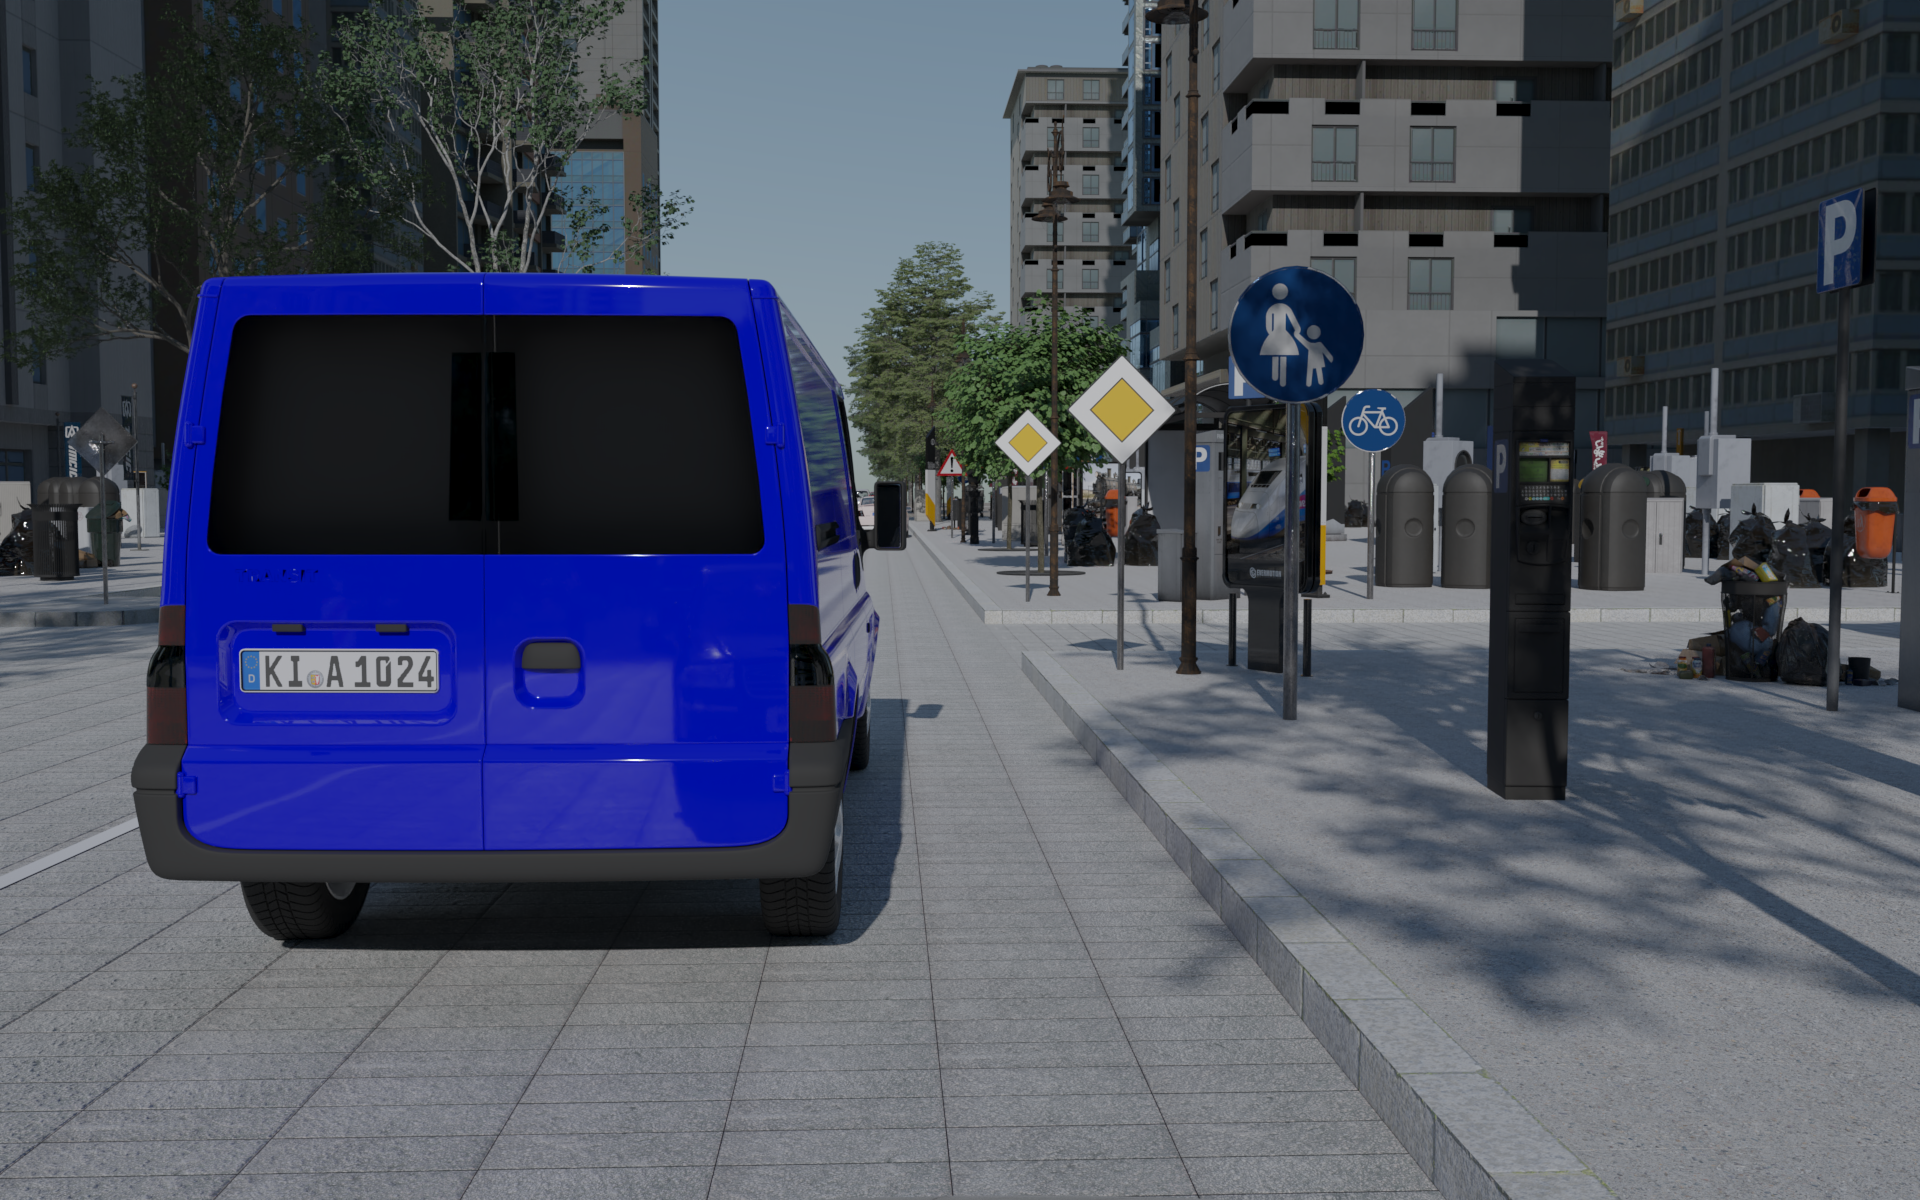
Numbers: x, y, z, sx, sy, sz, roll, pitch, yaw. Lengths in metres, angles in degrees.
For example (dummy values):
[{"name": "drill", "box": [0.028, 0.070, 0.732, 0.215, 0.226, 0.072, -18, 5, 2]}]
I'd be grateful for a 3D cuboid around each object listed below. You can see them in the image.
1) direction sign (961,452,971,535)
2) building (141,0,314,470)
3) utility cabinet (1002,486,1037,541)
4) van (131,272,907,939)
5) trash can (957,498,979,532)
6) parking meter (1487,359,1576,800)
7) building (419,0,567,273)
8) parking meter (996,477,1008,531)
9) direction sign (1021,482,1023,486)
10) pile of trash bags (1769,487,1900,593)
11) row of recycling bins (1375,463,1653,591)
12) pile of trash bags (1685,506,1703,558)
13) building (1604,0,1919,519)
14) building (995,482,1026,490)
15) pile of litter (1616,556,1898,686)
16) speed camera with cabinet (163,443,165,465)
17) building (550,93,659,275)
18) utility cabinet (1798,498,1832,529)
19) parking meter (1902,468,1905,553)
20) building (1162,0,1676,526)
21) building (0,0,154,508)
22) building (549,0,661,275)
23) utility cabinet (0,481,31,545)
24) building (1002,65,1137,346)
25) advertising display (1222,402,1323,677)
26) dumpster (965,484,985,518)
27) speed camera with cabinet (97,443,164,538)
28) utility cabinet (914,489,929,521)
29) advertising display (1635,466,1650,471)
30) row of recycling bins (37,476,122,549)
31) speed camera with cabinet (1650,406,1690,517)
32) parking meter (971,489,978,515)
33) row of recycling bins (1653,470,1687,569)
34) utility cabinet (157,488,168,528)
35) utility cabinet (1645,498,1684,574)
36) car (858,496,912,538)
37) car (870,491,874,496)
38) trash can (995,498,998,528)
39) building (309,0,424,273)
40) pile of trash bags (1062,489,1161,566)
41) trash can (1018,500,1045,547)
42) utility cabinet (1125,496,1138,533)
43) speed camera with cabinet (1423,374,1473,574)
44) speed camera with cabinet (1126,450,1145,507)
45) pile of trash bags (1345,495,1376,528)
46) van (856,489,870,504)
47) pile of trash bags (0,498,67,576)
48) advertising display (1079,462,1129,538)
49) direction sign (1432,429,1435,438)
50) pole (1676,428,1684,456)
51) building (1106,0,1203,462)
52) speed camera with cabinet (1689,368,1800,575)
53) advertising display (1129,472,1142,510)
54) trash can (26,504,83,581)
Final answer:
[{"name": "direction sign", "box": [0.297, -3.809, 54.267, 0.379, 3.537, 0.876, 2, 4, 33]}, {"name": "building", "box": [-37.308, -25.955, 74.477, 14.600, 45.320, 14.200, 0, 4, -3]}, {"name": "utility cabinet", "box": [1.665, -2.355, 47.184, 1.173, 1.500, 0.318, 3, 5, 44]}, {"name": "van", "box": [-1.354, -0.175, 7.245, 2.240, 2.365, 5.245, 0, 4, -1]}, {"name": "trash can", "box": [0.264, -2.899, 59.051, 0.748, 1.137, 0.748, 0, 3, 0]}, {"name": "parking meter", "box": [2.418, -0.100, 7.346, 0.255, 1.863, 0.399, 0, 4, 3]}, {"name": "building", "box": [-42.345, -29.175, 131.631, 22.147, 44.769, 28.867, 0, 4, -3]}, {"name": "parking meter", "box": [1.478, -3.364, 60.714, 0.399, 1.863, 0.255, 0, 4, 4]}, {"name": "direction sign", "box": [2.389, -4.556, 66.484, 0.379, 3.537, 0.876, -1, 4, -9]}, {"name": "pile of trash bags", "box": [11.928, -0.862, 23.847, 1.912, 1.369, 3.447, 0, 4, 2]}, {"name": "row of recycling bins", "box": [7.462, -1.008, 23.599, 3.534, 1.692, 1.069, 1, 4, 18]}, {"name": "pile of trash bags", "box": [15.594, -1.478, 33.913, 1.912, 1.369, 3.447, -1, 4, -11]}, {"name": "building", "box": [34.659, -21.933, 50.488, 23.993, 40.220, 32.217, 0, 4, -3]}, {"name": "building", "box": [19.110, -24.238, 241.333, 27.650, 21.520, 28.899, 0, 4, -3]}, {"name": "pile of litter", "box": [5.584, 0.111, 12.150, 1.176, 0.858, 1.719, -3, 4, -37]}, {"name": "speed camera with cabinet", "box": [-31.453, -4.471, 67.433, 2.038, 3.252, 0.660, 3, 5, 45]}, {"name": "building", "box": [-42.241, -33.506, 197.938, 14.600, 45.320, 14.200, 0, 4, -3]}, {"name": "utility cabinet", "box": [14.428, -1.119, 29.456, 0.306, 1.237, 1.020, 0, 4, -7]}, {"name": "parking meter", "box": [18.310, -1.681, 33.201, 0.399, 1.863, 0.255, 2, 4, 32]}, {"name": "building", "box": [24.982, -30.158, 82.325, 28.713, 52.752, 27.495, 0, 4, -3]}, {"name": "building", "box": [-38.203, -30.755, 44.851, 21.231, 58.520, 28.212, 0, 4, -3]}, {"name": "building", "box": [-45.775, -47.491, 214.725, 20.563, 71.187, 20.611, 0, 4, -3]}, {"name": "utility cabinet", "box": [-16.823, -1.312, 30.133, 1.173, 1.500, 0.318, -2, 4, -29]}, {"name": "building", "box": [20.449, -38.086, 211.951, 28.713, 52.752, 27.495, 0, 4, -3]}, {"name": "advertising display", "box": [2.238, -0.446, 12.499, 0.123, 1.923, 0.974, -2, 4, -29]}, {"name": "dumpster", "box": [0.746, -5.479, 95.348, 1.264, 1.857, 1.865, 0, 4, -3]}, {"name": "speed camera with cabinet", "box": [-24.599, -3.478, 51.193, 2.038, 3.252, 0.660, 2, 4, 27]}, {"name": "utility cabinet", "box": [-1.561, -4.470, 81.757, 1.173, 1.500, 0.318, -2, 4, -25]}, {"name": "advertising display", "box": [16.106, -2.166, 40.628, 0.974, 1.923, 0.123, -3, 5, -41]}, {"name": "row of recycling bins", "box": [-21.075, -2.093, 41.332, 3.534, 1.692, 1.069, 3, 5, 44]}, {"name": "speed camera with cabinet", "box": [16.345, -2.708, 38.613, 0.660, 3.252, 2.038, -1, 4, -22]}, {"name": "parking meter", "box": [0.789, -5.148, 92.585, 0.372, 1.533, 0.369, 0, 3, 0]}, {"name": "row of recycling bins", "box": [12.025, -1.468, 31.109, 1.069, 1.692, 3.534, 0, 4, 0]}, {"name": "utility cabinet", "box": [-30.109, -3.447, 65.044, 0.318, 1.500, 1.173, 2, 4, 29]}, {"name": "utility cabinet", "box": [11.228, -1.044, 28.234, 1.020, 1.237, 0.306, 2, 4, 26]}, {"name": "car", "box": [-2.647, -2.788, 57.946, 2.083, 1.381, 4.827, 0, 4, -2]}, {"name": "car", "box": [-11.788, -14.320, 242.806, 2.281, 1.827, 5.304, 0, 4, -1]}, {"name": "trash can", "box": [1.580, -3.347, 66.385, 0.748, 1.137, 0.748, 0, 3, 0]}, {"name": "building", "box": [-46.595, -25.277, 105.168, 32.217, 40.220, 23.993, 0, 4, -3]}, {"name": "pile of trash bags", "box": [2.863, -1.375, 32.241, 1.912, 1.369, 3.447, 0, 4, 5]}, {"name": "trash can", "box": [1.777, -1.859, 42.045, 0.748, 1.137, 0.748, 0, 3, 0]}, {"name": "utility cabinet", "box": [4.484, -2.145, 46.232, 0.306, 1.237, 1.020, 0, 4, -6]}, {"name": "speed camera with cabinet", "box": [7.518, -2.055, 27.932, 2.038, 3.252, 0.660, -3, 5, -44]}, {"name": "speed camera with cabinet", "box": [6.066, -4.227, 63.452, 0.660, 3.252, 2.038, 2, 4, 28]}, {"name": "pile of trash bags", "box": [14.510, -3.474, 66.550, 1.912, 1.369, 3.447, 3, 5, 42]}, {"name": "van", "box": [-8.174, -8.359, 143.683, 2.013, 2.044, 4.112, 0, 4, -2]}, {"name": "pile of trash bags", "box": [-15.274, -1.062, 27.112, 1.912, 1.369, 3.447, -1, 4, -10]}, {"name": "advertising display", "box": [2.826, -1.782, 34.342, 0.974, 1.923, 0.123, -1, 4, -20]}, {"name": "direction sign", "box": [16.165, -4.199, 60.644, 0.876, 3.537, 0.379, 2, 4, 25]}, {"name": "pole", "box": [22.312, -3.663, 53.737, 0.158, 3.312, 0.155, 0, 3, 0]}, {"name": "building", "box": [21.706, -50.702, 141.642, 22.319, 86.520, 31.000, 0, 4, -3]}, {"name": "speed camera with cabinet", "box": [12.102, -1.976, 26.640, 0.660, 3.252, 2.038, 0, 4, -5]}, {"name": "advertising display", "box": [4.723, -2.717, 49.631, 0.974, 1.923, 0.123, 0, 4, 8]}, {"name": "trash can", "box": [-13.422, -0.860, 25.714, 0.748, 1.137, 0.748, 0, 3, 0]}]
